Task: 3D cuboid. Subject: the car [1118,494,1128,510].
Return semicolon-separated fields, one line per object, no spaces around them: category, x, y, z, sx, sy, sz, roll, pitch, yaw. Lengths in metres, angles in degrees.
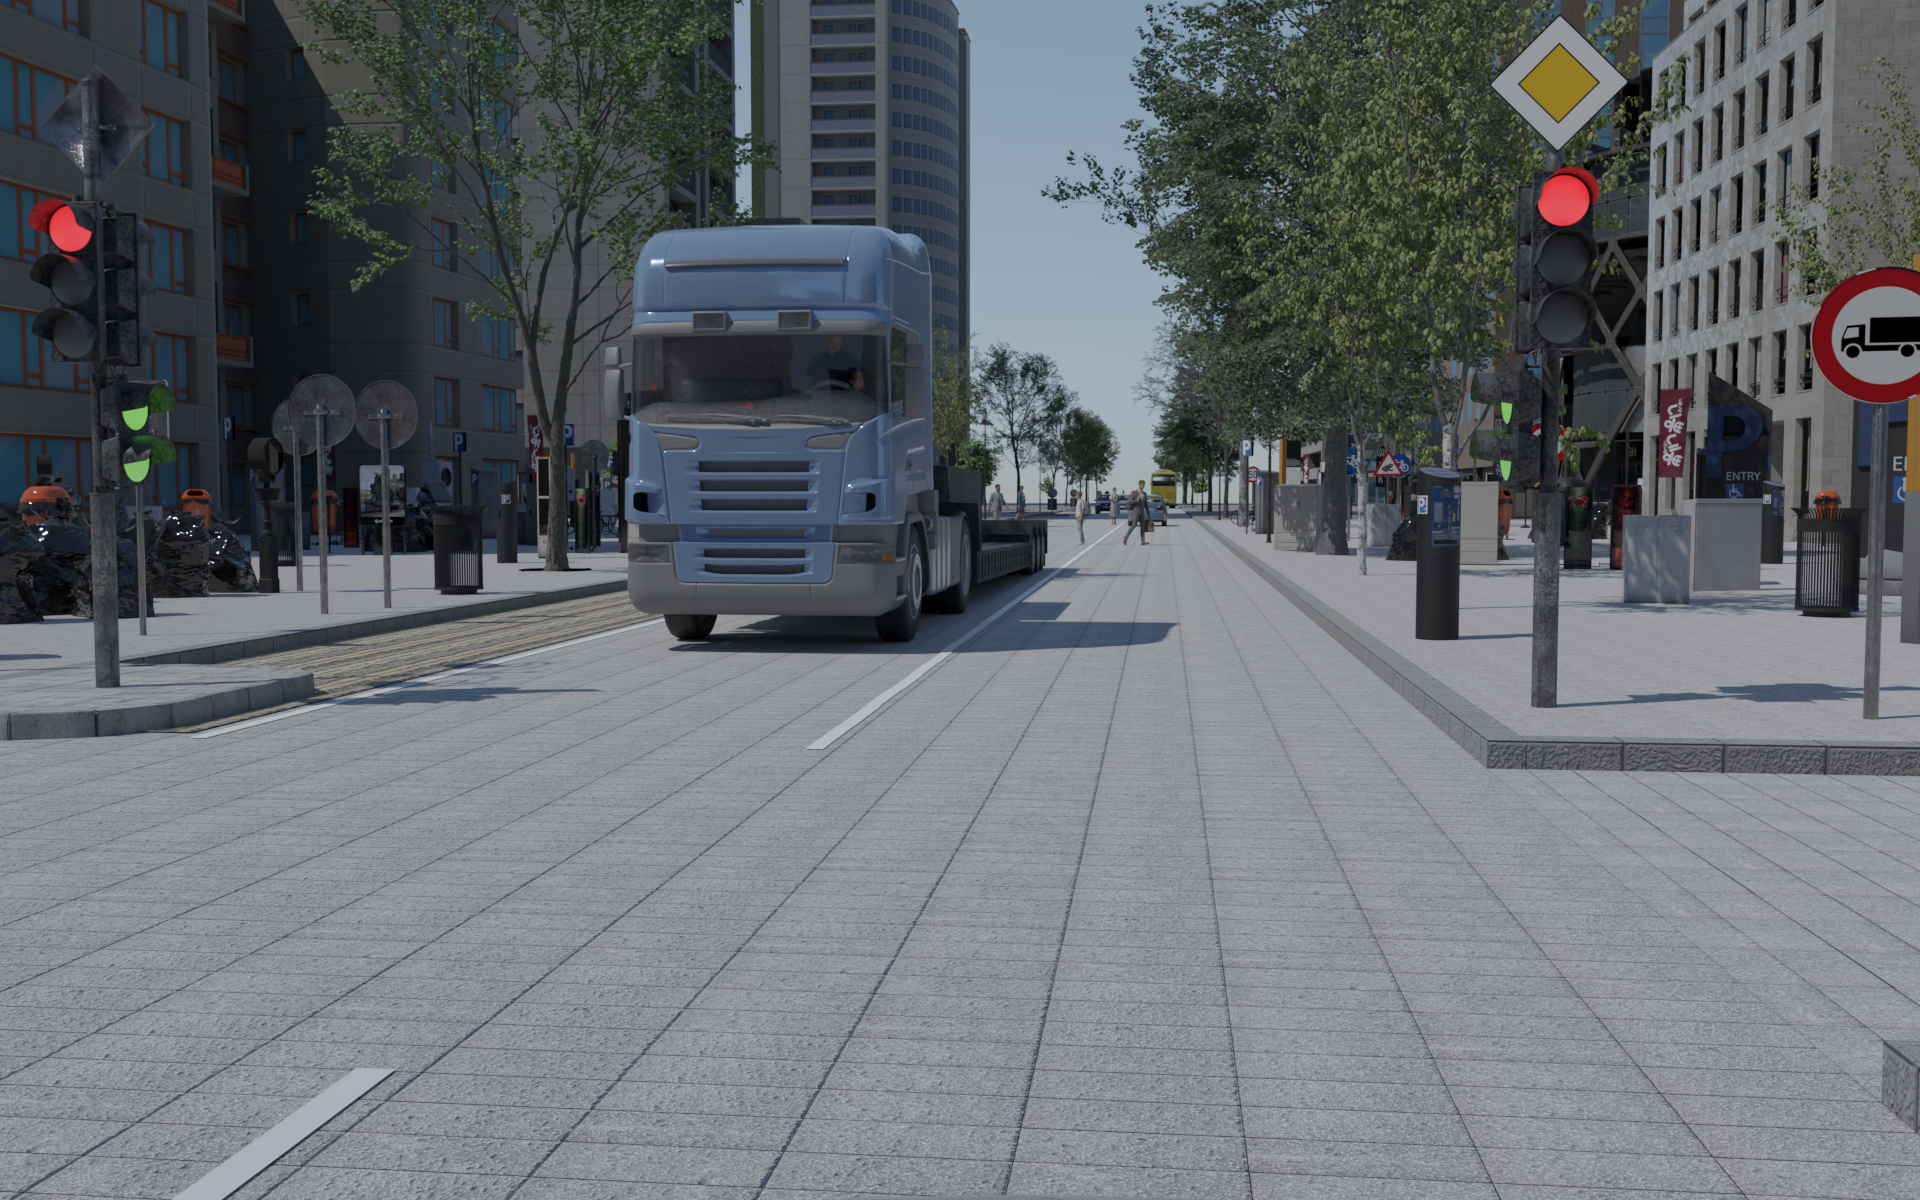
car;12.713;-7.554;135.517;2.014;1.417;4.499;0;4;7

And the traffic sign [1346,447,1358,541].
traffic sign;10.566;-2.870;47.027;0.768;2.556;0.104;1;4;15

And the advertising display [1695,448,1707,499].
advertising display;10.435;-1.175;24.433;0.123;1.923;0.974;1;4;22

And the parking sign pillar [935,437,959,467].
parking sign pillar;-0.641;-5.661;81.033;1.447;3.967;1.447;3;5;43

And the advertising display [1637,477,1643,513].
advertising display;26.278;-3.737;66.305;0.123;1.923;0.974;-1;4;-18

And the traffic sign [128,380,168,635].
traffic sign;-7.408;-0.827;15.649;0.606;2.300;0.079;1;4;16

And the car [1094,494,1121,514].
car;10.912;-7.229;127.980;2.009;1.686;4.222;0;4;8

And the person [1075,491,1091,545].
person;3.443;-2.335;49.268;0.523;1.515;0.503;-3;5;-41

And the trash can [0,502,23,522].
trash can;-16.542;-1.146;30.392;0.748;1.137;0.748;0;3;0

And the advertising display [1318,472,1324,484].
advertising display;10.447;-2.746;50.112;0.123;1.923;0.974;0;4;6

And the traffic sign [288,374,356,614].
traffic sign;-6.797;-1.122;18.449;0.768;2.556;0.104;0;4;7

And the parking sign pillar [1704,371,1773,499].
parking sign pillar;16.904;-3.008;37.659;1.447;3.967;1.447;2;4;34

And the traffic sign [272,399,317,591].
traffic sign;-8.718;-1.388;22.801;0.768;2.556;0.104;1;4;12

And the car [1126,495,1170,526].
car;8.481;-4.050;78.214;2.014;1.417;4.499;0;4;7

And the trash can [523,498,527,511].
trash can;-15.660;-3.174;63.556;0.748;1.137;0.748;0;3;0

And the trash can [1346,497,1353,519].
trash can;18.802;-4.450;84.409;0.748;1.137;0.748;0;3;0

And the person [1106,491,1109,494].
person;16.824;-11.524;196.931;1.348;1.822;0.705;2;4;28

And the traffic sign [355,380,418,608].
traffic sign;-6.437;-1.180;19.406;0.768;2.556;0.104;1;4;9

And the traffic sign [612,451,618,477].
traffic sign;-7.996;-2.396;41.298;0.606;2.300;0.079;1;4;9

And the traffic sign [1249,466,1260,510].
traffic sign;13.379;-4.834;79.145;0.768;2.556;0.104;1;4;15

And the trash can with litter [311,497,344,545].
trash can with litter;-16.089;-1.995;43.671;1.678;1.210;2.233;2;4;32

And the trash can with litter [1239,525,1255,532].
trash can with litter;10.775;-2.936;59.069;2.233;1.210;1.678;2;4;26

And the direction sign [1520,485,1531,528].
direction sign;21.311;-4.476;65.182;0.379;3.537;0.876;-2;4;-34

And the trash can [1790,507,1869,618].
trash can;9.099;-0.398;18.157;0.748;1.137;0.748;0;3;0

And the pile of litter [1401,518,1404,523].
pile of litter;18.062;-3.559;72.147;1.719;0.858;1.176;0;4;-3

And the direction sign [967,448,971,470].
direction sign;0.429;-5.758;86.139;0.379;3.537;0.876;-1;4;-10

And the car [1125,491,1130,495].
car;15.207;-9.166;159.650;2.009;1.686;4.222;0;4;7

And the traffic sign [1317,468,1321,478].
traffic sign;16.889;-4.893;80.110;0.768;2.556;0.104;1;4;15

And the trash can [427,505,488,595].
trash can;-6.431;-0.645;22.204;0.748;1.137;0.748;0;3;0

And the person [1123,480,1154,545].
person;4.994;-2.446;48.461;0.622;1.834;0.822;-3;5;-42

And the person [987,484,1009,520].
person;1.331;-3.270;62.231;0.678;1.792;0.850;-2;4;-32

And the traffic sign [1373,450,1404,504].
traffic sign;12.605;-3.121;51.026;0.884;2.594;0.081;1;4;15

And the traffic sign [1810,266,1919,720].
traffic sign;5.196;-0.593;9.804;0.768;2.556;0.104;1;4;16

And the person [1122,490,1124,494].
person;16.493;-10.163;174.657;0.705;1.826;1.348;2;4;34

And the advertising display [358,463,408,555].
advertising display;-12.166;-1.915;36.517;0.974;1.923;0.123;-1;4;-9

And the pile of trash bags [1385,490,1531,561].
pile of trash bags;9.937;-1.487;34.069;1.912;1.369;3.447;3;5;43

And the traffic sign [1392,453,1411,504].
traffic sign;13.669;-3.297;54.020;0.768;2.556;0.104;1;4;10

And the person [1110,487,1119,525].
person;7.242;-4.383;80.726;0.480;1.755;0.524;-3;4;-37

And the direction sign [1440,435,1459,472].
direction sign;18.721;-4.545;66.316;0.379;3.537;0.876;-2;4;-30

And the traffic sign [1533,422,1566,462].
traffic sign;10.206;-1.841;30.203;0.768;2.556;0.104;1;4;14

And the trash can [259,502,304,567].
trash can;-12.045;-1.170;30.784;0.748;1.137;0.748;0;3;0

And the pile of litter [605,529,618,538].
pile of litter;-9.615;-2.258;50.876;1.719;0.858;1.176;-1;4;-15

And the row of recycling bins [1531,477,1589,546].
row of recycling bins;15.325;-2.262;44.096;1.069;1.692;3.534;0;4;8

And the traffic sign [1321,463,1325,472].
traffic sign;11.911;-3.281;55.775;0.606;2.300;0.079;1;4;9

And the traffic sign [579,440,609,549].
traffic sign;-8.566;-2.471;40.512;0.768;2.556;0.104;1;4;16

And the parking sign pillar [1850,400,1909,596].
parking sign pillar;12.176;-2.062;22.190;1.447;3.967;1.447;2;4;32

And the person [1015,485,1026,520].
person;2.725;-4.230;77.678;0.581;1.822;0.654;-3;5;-43

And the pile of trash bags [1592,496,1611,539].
pile of trash bags;17.698;-2.397;48.944;1.912;1.369;3.447;-1;4;-22

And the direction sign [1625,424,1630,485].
direction sign;21.817;-3.955;56.664;0.379;3.537;0.876;2;4;25

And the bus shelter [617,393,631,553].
bus shelter;-6.296;-3.022;40.697;1.731;3.624;6.357;0;4;7
